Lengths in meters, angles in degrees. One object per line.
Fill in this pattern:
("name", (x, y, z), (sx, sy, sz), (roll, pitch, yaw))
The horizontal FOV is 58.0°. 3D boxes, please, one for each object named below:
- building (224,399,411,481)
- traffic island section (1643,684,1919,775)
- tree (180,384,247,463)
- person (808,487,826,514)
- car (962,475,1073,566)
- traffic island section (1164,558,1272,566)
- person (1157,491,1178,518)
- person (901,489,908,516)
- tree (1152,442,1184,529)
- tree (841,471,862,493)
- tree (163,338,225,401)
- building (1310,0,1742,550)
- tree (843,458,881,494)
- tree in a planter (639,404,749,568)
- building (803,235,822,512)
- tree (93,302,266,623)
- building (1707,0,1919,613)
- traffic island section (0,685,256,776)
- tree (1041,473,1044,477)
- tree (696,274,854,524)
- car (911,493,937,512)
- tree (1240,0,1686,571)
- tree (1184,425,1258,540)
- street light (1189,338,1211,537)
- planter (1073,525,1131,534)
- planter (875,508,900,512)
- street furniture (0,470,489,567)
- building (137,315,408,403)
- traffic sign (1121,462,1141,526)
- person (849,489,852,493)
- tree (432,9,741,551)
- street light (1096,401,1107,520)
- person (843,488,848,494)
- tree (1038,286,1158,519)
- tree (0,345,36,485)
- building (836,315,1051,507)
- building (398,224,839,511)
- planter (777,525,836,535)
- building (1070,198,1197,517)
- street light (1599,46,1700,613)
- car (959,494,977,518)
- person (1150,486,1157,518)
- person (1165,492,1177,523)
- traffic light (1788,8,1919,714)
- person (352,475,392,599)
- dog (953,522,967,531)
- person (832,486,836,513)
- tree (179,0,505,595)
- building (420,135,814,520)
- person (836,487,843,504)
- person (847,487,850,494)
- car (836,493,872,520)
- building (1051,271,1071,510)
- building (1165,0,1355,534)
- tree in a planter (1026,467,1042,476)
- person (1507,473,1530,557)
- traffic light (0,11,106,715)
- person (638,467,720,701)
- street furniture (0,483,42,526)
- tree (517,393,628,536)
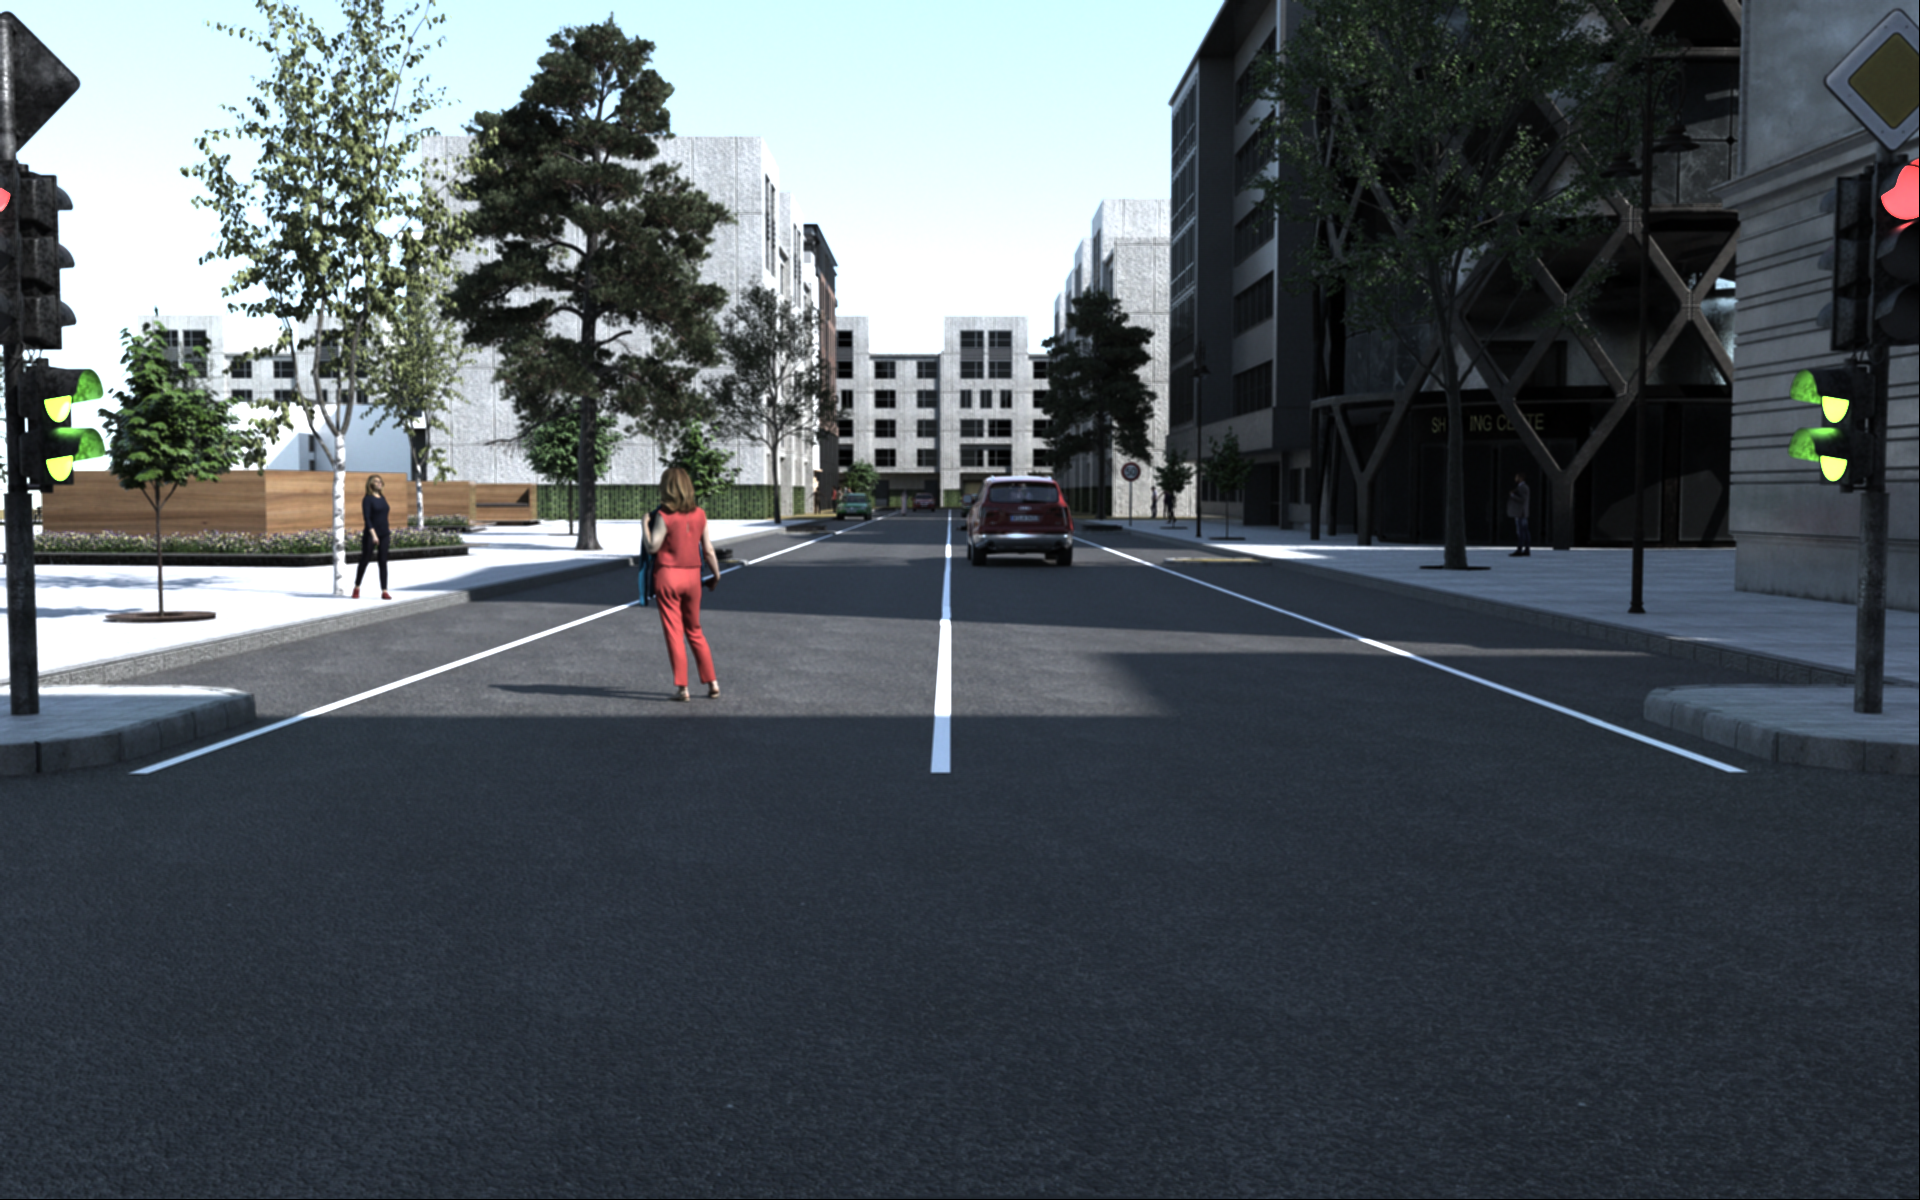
("building", (-57.527, -13.028, 155.157), (28.070, 9.664, 9.099), (0, 4, 0))
("traffic island section", (5.359, 0.740, 10.180), (2.009, 0.180, 2.903), (0, 4, 0))
("tree", (-23.018, -4.167, 51.845), (4.285, 4.588, 4.351), (0, 3, 0))
("person", (-9.152, -6.369, 110.898), (1.217, 1.735, 0.721), (-1, 4, -20))
("car", (1.199, -1.686, 36.236), (2.281, 1.827, 5.304), (0, 4, -1))
("traffic island section", (5.212, -0.772, 35.493), (1.991, 0.108, 1.994), (0, 4, 0))
("person", (11.083, -5.246, 92.502), (1.217, 1.739, 0.721), (-1, 4, -20))
("person", (-3.677, -6.491, 115.302), (0.551, 1.740, 0.621), (2, 4, 25))
("tree", (7.892, -4.269, 64.403), (1.663, 3.219, 1.824), (0, 3, 0))
("tree", (-8.946, -9.076, 142.994), (1.663, 3.219, 1.824), (0, 3, 0))
("tree", (-36.149, -7.982, 80.874), (4.360, 8.622, 3.978), (0, 3, 0))
("building", (17.901, -10.977, 46.923), (16.820, 18.784, 16.811), (0, 4, 0))
("tree", (-8.695, -10.417, 154.033), (4.285, 4.588, 4.351), (0, 3, 0))
("tree in a planter", (-5.292, -2.291, 34.683), (1.991, 3.239, 1.994), (0, 4, 0))
("building", (-17.983, -16.314, 123.158), (16.016, 20.091, 11.380), (0, 4, 0))
("tree", (-8.148, -1.401, 17.501), (1.663, 3.219, 1.824), (0, 3, 0))
("building", (20.071, -11.089, 17.460), (21.152, 22.565, 11.583), (0, 4, 0))
("traffic island section", (-5.482, 0.743, 10.127), (2.009, 0.180, 2.903), (0, 4, 0))
("tree", (7.349, -9.777, 154.458), (1.663, 3.219, 1.824), (0, 3, 0))
("tree", (-8.188, -8.557, 74.317), (7.601, 10.594, 8.767), (-1, 4, -23))
("car", (-2.975, -8.147, 142.244), (2.155, 1.783, 4.494), (0, 4, -2))
("tree", (8.324, -6.333, 29.294), (9.928, 11.665, 9.643), (0, 3, 0))
("tree", (7.617, -3.304, 48.627), (1.663, 3.219, 1.824), (0, 3, 0))
("street light", (7.106, -4.809, 51.414), (0.468, 5.910, 1.993), (0, 4, 0))
("planter", (5.074, -2.525, 62.430), (1.991, 0.319, 1.994), (0, 4, 0))
("planter", (-5.856, -7.241, 139.526), (1.991, 0.319, 1.994), (0, 4, 0))
("street furniture", (-13.785, -1.601, 33.024), (11.010, 1.723, 9.812), (1, 4, 11))
("building", (-65.237, -19.132, 179.270), (31.486, 18.905, 16.747), (0, 4, 0))
("traffic sign", (6.801, -4.214, 69.013), (0.768, 2.556, 0.104), (0, 4, 1))
("person", (-9.043, -8.137, 139.610), (0.750, 1.759, 0.617), (-2, 4, -24))
("tree", (-8.507, -7.173, 39.332), (6.751, 12.117, 7.091), (0, 3, 0))
("street light", (6.940, -6.855, 84.871), (0.468, 5.910, 1.993), (0, 4, 0))
("person", (-8.087, -6.990, 121.057), (0.721, 1.736, 1.217), (0, 4, 7))
("tree", (7.426, -10.301, 90.472), (6.751, 12.117, 7.091), (0, 3, 0))
("tree", (-30.989, -6.379, 54.655), (4.360, 8.622, 3.978), (0, 3, 0))
("building", (-1.687, -19.178, 180.023), (31.486, 18.905, 16.747), (0, 4, 0))
("building", (-27.115, -18.406, 144.912), (32.646, 21.610, 27.936), (0, 4, 0))
("planter", (-5.435, -2.482, 61.716), (1.991, 0.319, 1.994), (0, 4, 0))
("building", (16.836, -15.033, 112.250), (16.747, 18.905, 31.486), (0, 4, 0))
("street light", (7.300, -2.796, 18.508), (0.468, 5.910, 1.993), (0, 4, 0))
("car", (1.014, -5.759, 105.960), (2.131, 1.459, 4.920), (0, 4, -1))
("person", (10.516, -5.335, 94.208), (0.436, 1.711, 0.756), (1, 4, 12))
("person", (9.354, -4.165, 76.690), (0.480, 1.512, 0.613), (2, 4, 27))
("traffic light", (5.319, -1.274, 10.067), (0.839, 4.213, 0.868), (0, 4, 0))
("person", (-7.199, -0.769, 21.158), (0.613, 1.512, 0.480), (1, 4, 11))
("dog", (0.143, -2.896, 67.535), (0.748, 0.427, 0.550), (3, 5, 42))
("person", (-8.381, -6.656, 114.806), (0.705, 1.831, 1.348), (0, 4, -3))
("tree", (-7.938, -4.384, 22.046), (4.737, 8.622, 4.395), (0, 3, 0))
("building", (-18.228, -14.372, 101.444), (16.747, 18.905, 31.486), (0, 4, 0))
("person", (-8.800, -7.391, 126.883), (0.705, 1.824, 1.348), (-2, 4, -34))
("person", (-8.433, -7.689, 131.763), (0.705, 1.822, 1.348), (1, 4, 10))
("car", (-5.862, -5.336, 96.044), (1.959, 1.807, 4.718), (0, 4, 0))
("building", (17.085, -16.973, 143.973), (16.747, 18.905, 31.486), (0, 4, 0))
("building", (17.239, -15.356, 70.130), (14.314, 24.678, 30.058), (0, 4, 0))
("tree in a planter", (4.808, -7.046, 112.421), (1.991, 3.239, 1.994), (0, 4, 0))
("person", (11.478, -1.758, 35.603), (0.431, 1.722, 0.655), (2, 4, 35))
("traffic light", (-5.442, -1.269, 9.993), (0.839, 4.213, 0.868), (0, 4, 0))
("person", (-1.946, -0.113, 12.051), (0.593, 1.614, 0.444), (-1, 4, -17))
("street furniture", (-43.174, -3.932, 69.319), (27.439, 1.986, 14.083), (-1, 4, -14))
("tree", (-12.065, -4.298, 53.993), (4.285, 4.588, 4.351), (0, 3, 0))
